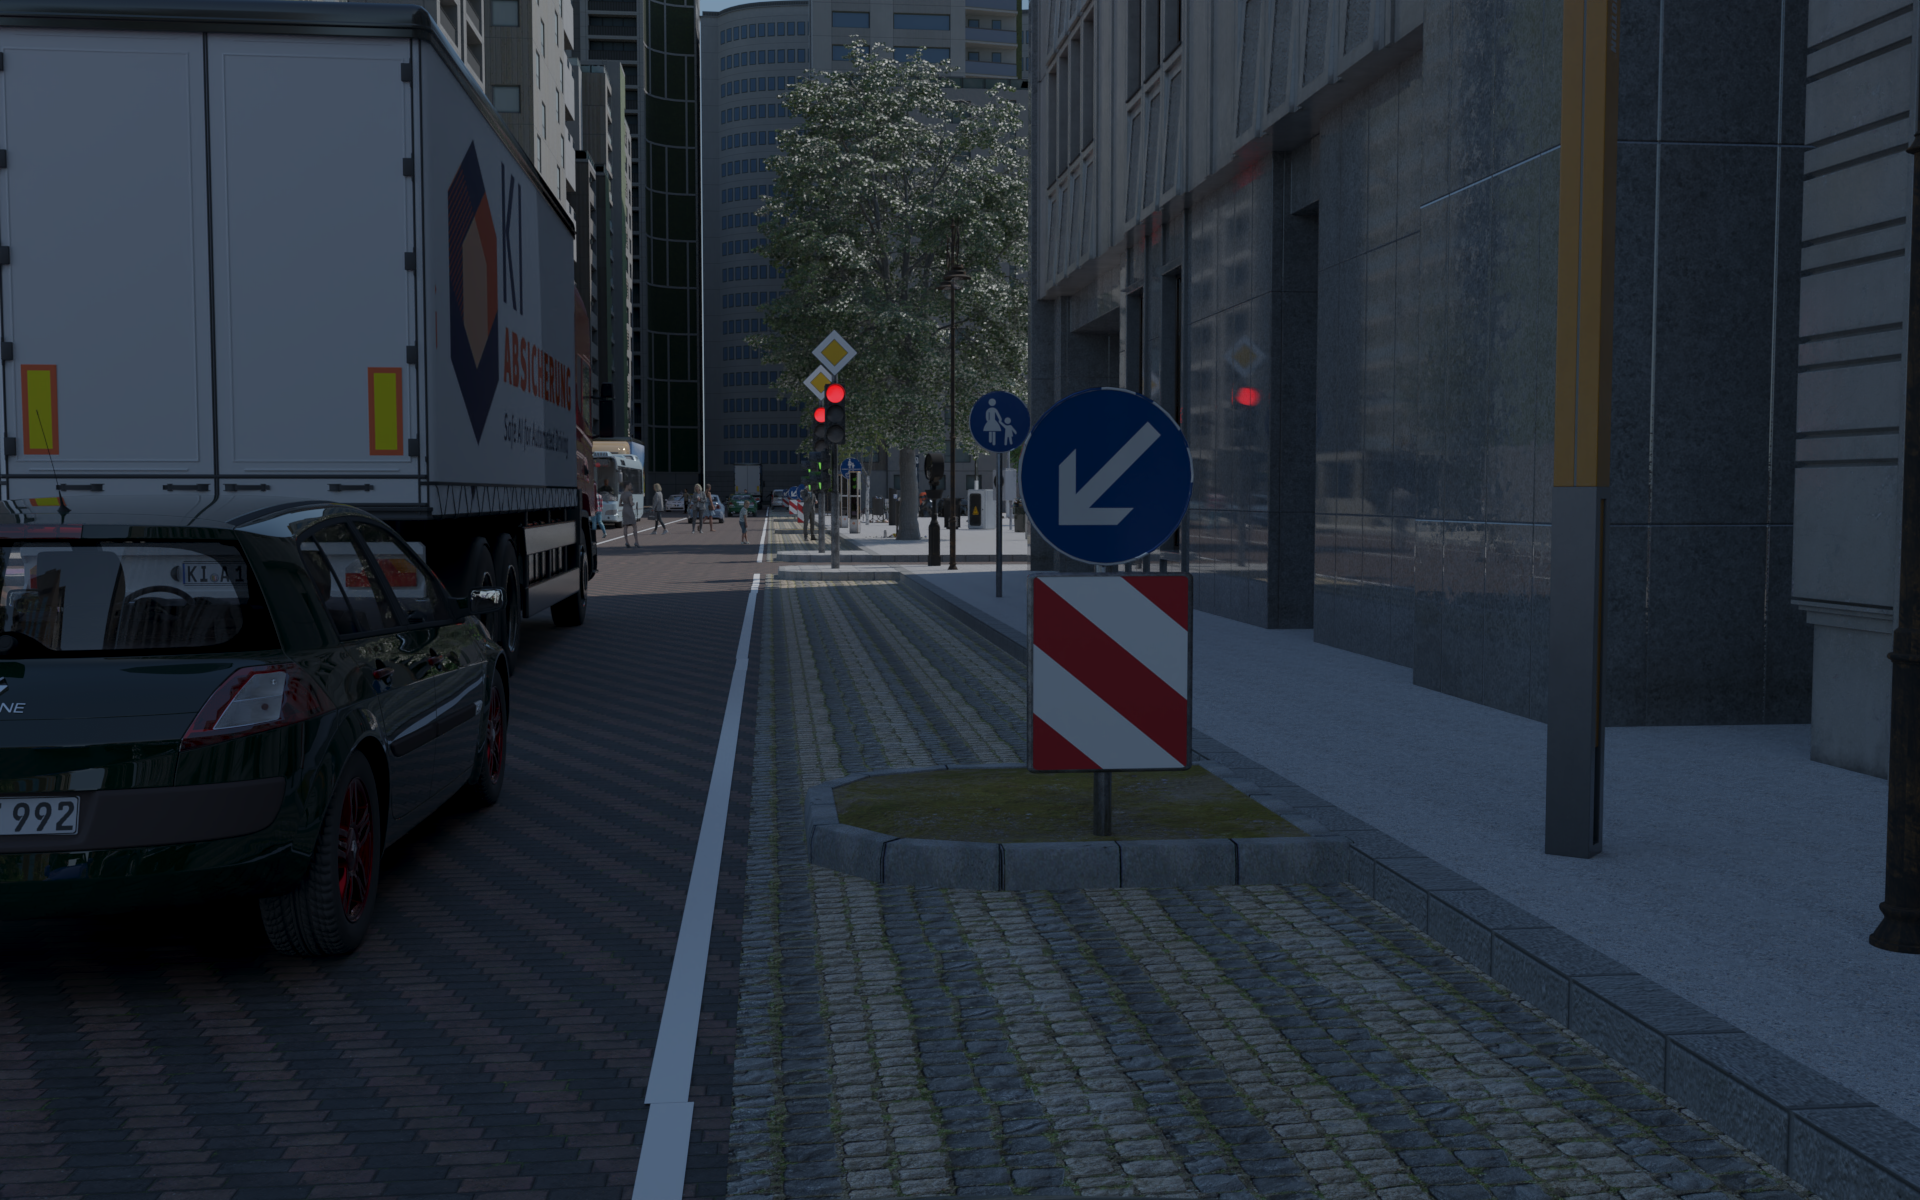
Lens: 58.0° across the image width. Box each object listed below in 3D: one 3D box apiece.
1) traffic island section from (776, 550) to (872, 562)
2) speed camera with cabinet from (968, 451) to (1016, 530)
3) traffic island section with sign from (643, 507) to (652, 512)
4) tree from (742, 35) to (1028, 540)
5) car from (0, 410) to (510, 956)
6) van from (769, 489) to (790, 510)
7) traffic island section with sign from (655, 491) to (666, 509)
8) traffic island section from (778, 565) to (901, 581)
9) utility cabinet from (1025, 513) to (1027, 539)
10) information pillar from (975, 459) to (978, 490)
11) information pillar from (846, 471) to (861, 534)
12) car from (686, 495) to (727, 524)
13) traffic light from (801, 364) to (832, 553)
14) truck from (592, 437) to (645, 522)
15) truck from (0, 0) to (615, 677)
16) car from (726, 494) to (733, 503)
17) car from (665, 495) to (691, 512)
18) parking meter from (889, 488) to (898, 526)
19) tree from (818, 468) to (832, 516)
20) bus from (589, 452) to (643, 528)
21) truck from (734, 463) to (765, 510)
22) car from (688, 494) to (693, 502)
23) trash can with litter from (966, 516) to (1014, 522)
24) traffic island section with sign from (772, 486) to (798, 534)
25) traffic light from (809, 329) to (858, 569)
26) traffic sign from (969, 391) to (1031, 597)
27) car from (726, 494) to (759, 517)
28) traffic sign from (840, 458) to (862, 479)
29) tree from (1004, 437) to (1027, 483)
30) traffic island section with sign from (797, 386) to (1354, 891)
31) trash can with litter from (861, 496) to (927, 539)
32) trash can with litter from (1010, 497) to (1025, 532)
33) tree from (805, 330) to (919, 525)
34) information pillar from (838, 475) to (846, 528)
[{"bbox_3d":[-2.990,-0.946,37.743,2.009,0.180,2.903,0,4,-6],"label":"traffic island section"},{"bbox_3d":[1.139,-4.176,62.606,0.660,3.252,2.038,-3,5,-41],"label":"speed camera with cabinet"},{"bbox_3d":[-25.778,-7.928,138.251,1.989,1.847,2.006,0,4,-6],"label":"traffic island section with sign"},{"bbox_3d":[-1.490,-8.646,48.020,9.857,13.997,8.962,0,3,0],"label":"tree"},{"bbox_3d":[-2.859,0.190,6.687,2.009,1.686,4.222,0,4,-6],"label":"car"},{"bbox_3d":[-16.377,-9.228,157.886,2.013,2.044,4.112,0,4,-6],"label":"van"},{"bbox_3d":[-28.758,-9.597,165.534,1.989,1.847,2.006,0,4,-6],"label":"traffic island section with sign"},{"bbox_3d":[-2.122,-0.460,29.805,2.009,0.180,2.903,0,4,-6],"label":"traffic island section"},{"bbox_3d":[2.368,-2.444,48.638,1.173,1.500,0.318,-3,4,-38],"label":"utility cabinet"},{"bbox_3d":[1.009,-7.058,106.757,0.183,3.616,0.504,1,4,18],"label":"information pillar"},{"bbox_3d":[-3.409,-3.161,56.180,0.304,2.012,0.304,1,4,13],"label":"information pillar"},{"bbox_3d":[-12.535,-4.499,85.556,2.014,1.417,4.499,0,4,-7],"label":"car"},{"bbox_3d":[-3.031,-2.979,37.625,0.839,4.253,0.868,0,4,-6],"label":"traffic light"},{"bbox_3d":[-17.593,-6.028,87.477,2.839,4.237,11.283,0,4,-6],"label":"truck"},{"bbox_3d":[-4.885,-1.619,15.390,2.839,4.237,11.283,0,4,-7],"label":"truck"},{"bbox_3d":[-22.267,-9.918,172.388,2.015,1.641,3.980,0,4,-7],"label":"car"},{"bbox_3d":[-22.679,-7.772,139.440,2.083,1.381,4.827,0,4,-6],"label":"car"},{"bbox_3d":[-2.721,-3.797,70.487,0.372,1.533,0.369,0,3,0],"label":"parking meter"},{"bbox_3d":[-7.837,-6.510,101.036,1.663,3.219,1.824,0,3,0],"label":"tree"},{"bbox_3d":[-15.608,-4.912,75.168,2.948,3.499,13.247,0,4,-6],"label":"bus"},{"bbox_3d":[-19.707,-10.571,161.757,2.839,4.237,11.283,0,4,-5],"label":"truck"},{"bbox_3d":[-28.109,-10.500,181.901,2.015,1.641,3.980,0,4,-4],"label":"car"},{"bbox_3d":[1.087,-4.218,80.017,1.678,1.210,2.233,3,5,41],"label":"trash can with litter"},{"bbox_3d":[-5.695,-3.296,62.514,1.989,1.847,2.006,0,4,-6],"label":"traffic island section with sign"},{"bbox_3d":[-2.163,-2.493,29.687,0.839,4.253,0.868,0,4,-6],"label":"traffic light"},{"bbox_3d":[0.486,-1.305,21.447,0.768,2.556,0.104,0,4,-5],"label":"traffic sign"},{"bbox_3d":[-13.852,-6.023,110.269,2.131,1.459,4.920,0,4,-6],"label":"car"},{"bbox_3d":[-3.802,-3.700,60.597,0.768,2.556,0.104,0,3,0],"label":"traffic sign"},{"bbox_3d":[3.530,-5.366,71.443,4.285,4.588,4.351,0,3,0],"label":"tree"},{"bbox_3d":[0.357,0.089,7.178,1.989,1.847,2.006,0,4,-6],"label":"traffic island section with sign"},{"bbox_3d":[-1.690,-2.424,50.694,1.678,1.210,2.233,-2,4,-25],"label":"trash can with litter"},{"bbox_3d":[2.248,-2.834,57.730,1.055,1.170,0.624,-1,4,-18],"label":"trash can with litter"},{"bbox_3d":[-3.777,-7.429,71.829,4.737,8.622,4.395,0,3,0],"label":"tree"},{"bbox_3d":[-4.421,-3.733,65.523,0.304,2.012,0.304,-2,4,-28],"label":"information pillar"}]
